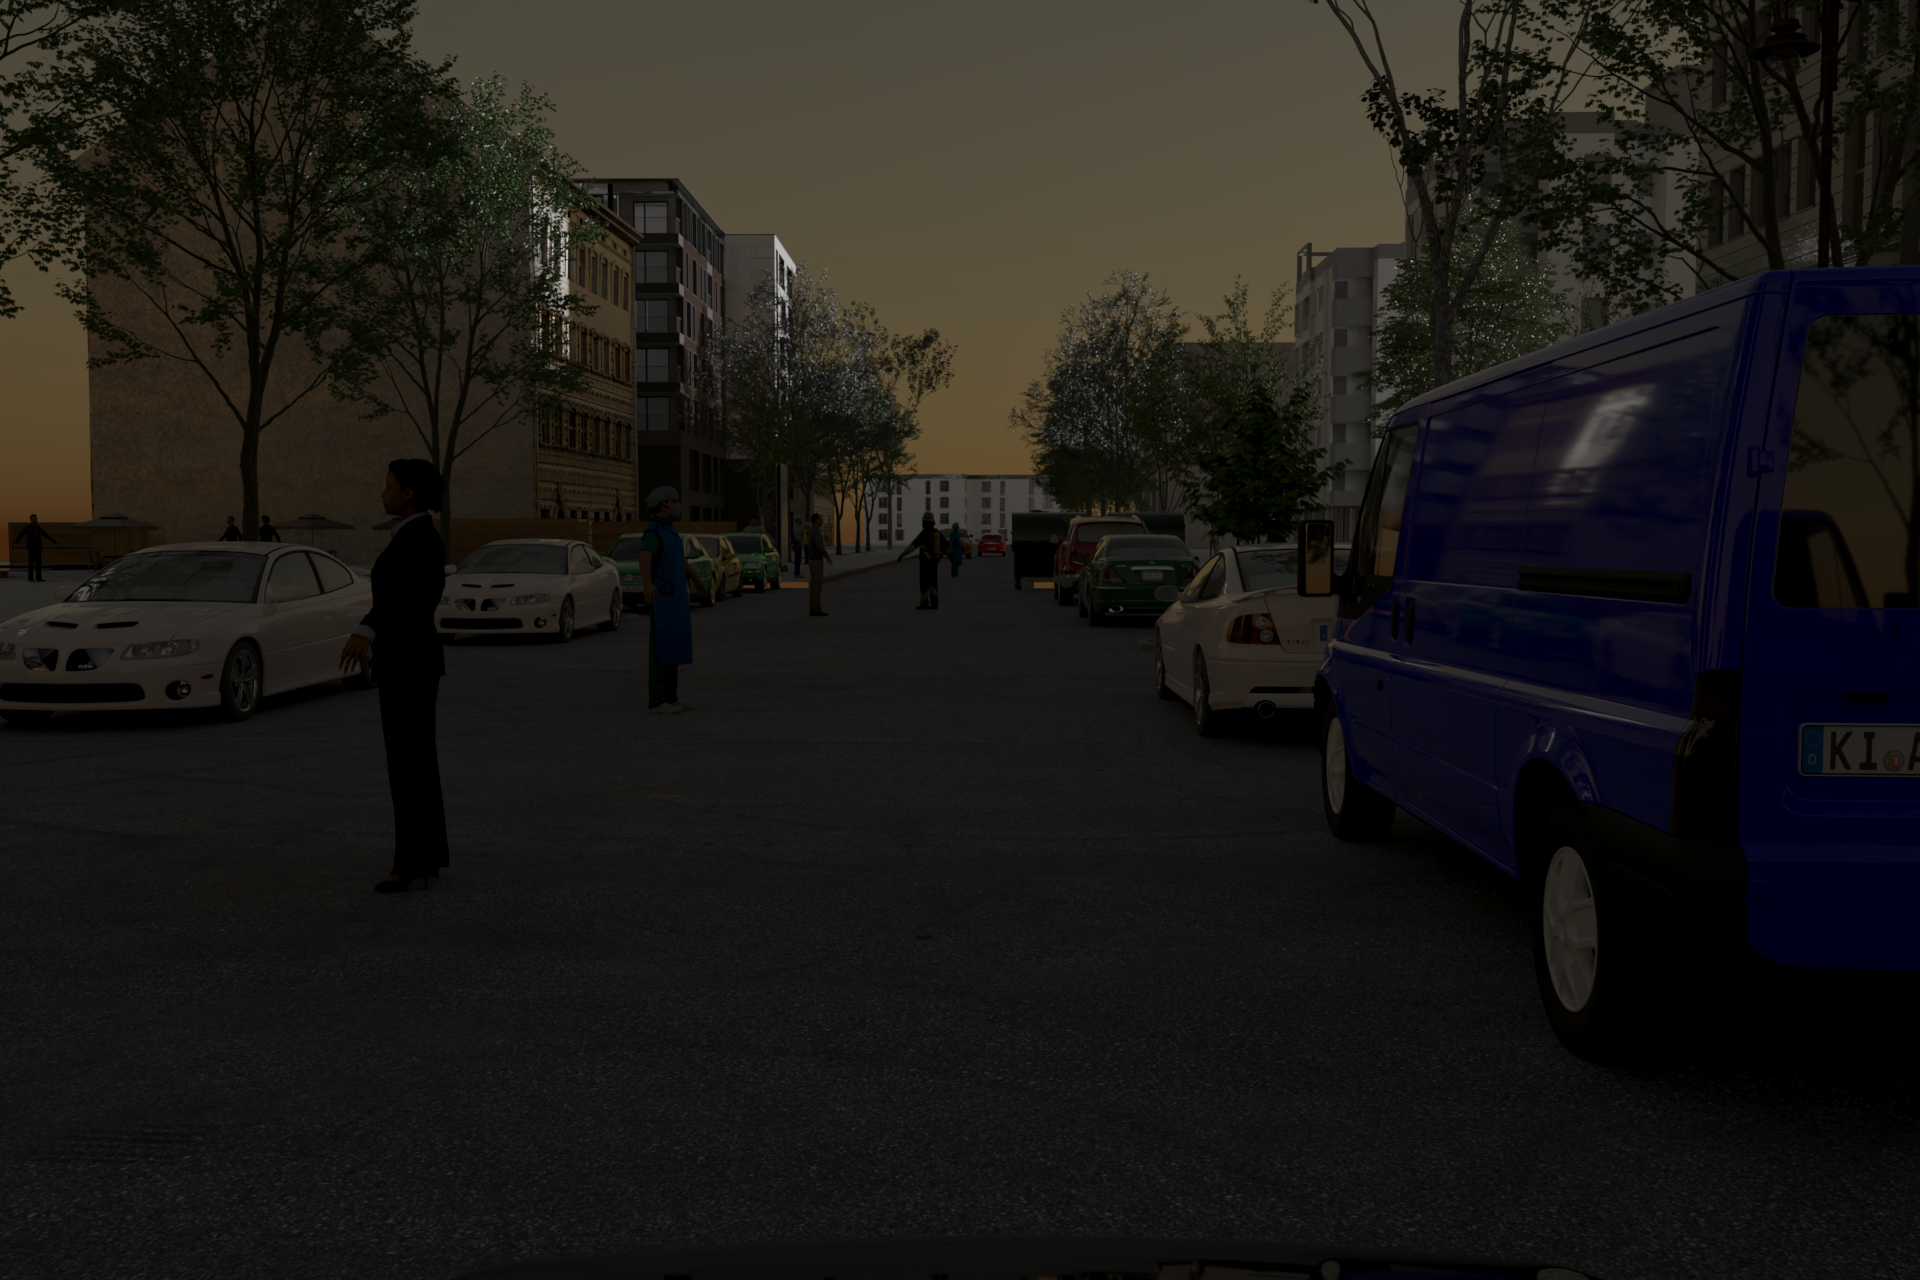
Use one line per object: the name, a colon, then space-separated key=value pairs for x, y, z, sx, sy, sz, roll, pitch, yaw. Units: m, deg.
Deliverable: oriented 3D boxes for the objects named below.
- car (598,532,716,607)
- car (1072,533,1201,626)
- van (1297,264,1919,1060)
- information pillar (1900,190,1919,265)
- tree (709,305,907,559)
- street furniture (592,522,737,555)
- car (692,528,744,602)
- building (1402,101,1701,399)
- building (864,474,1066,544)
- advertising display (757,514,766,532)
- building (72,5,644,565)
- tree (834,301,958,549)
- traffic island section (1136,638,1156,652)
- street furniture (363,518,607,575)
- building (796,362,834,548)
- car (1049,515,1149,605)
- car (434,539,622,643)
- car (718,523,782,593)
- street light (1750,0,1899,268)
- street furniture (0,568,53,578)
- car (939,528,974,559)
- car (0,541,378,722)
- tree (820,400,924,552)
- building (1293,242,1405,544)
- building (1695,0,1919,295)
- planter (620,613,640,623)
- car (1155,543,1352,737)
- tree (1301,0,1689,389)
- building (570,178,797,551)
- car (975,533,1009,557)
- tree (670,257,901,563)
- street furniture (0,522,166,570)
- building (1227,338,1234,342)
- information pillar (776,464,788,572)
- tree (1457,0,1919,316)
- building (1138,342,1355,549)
car: x=-5.769 y=-1.463 z=32.709 sx=1.959 sy=1.807 sz=4.718 roll=0 pitch=4 yaw=2
car: x=2.931 y=-1.014 z=28.379 sx=2.131 sy=1.459 sz=4.920 roll=0 pitch=4 yaw=1
van: x=2.635 y=-0.120 z=6.351 sx=2.240 sy=2.365 sz=5.245 roll=0 pitch=4 yaw=1
information pillar: x=5.939 y=-1.183 z=10.703 sx=0.183 sy=3.616 sz=0.504 roll=0 pitch=4 yaw=1
tree: x=-7.957 y=-10.984 z=89.956 sx=12.009 sy=13.543 sz=11.850 roll=0 pitch=3 yaw=0
street furniture: x=-12.163 y=-3.413 z=62.663 sx=9.812 sy=1.723 sz=11.010 roll=-1 pitch=4 yaw=-9
car: x=-5.838 y=-1.700 z=38.026 sx=2.015 sy=1.641 sz=3.980 roll=0 pitch=4 yaw=2
building: x=26.413 y=-13.810 z=82.211 sx=16.016 sy=20.090 sz=11.380 roll=0 pitch=4 yaw=1
building: x=1.076 y=-18.182 z=241.871 sx=28.070 sy=9.664 sz=9.099 roll=0 pitch=4 yaw=7
advertising display: x=-6.279 y=-3.030 z=54.753 sx=0.123 sy=1.923 sz=0.974 roll=0 pitch=4 yaw=3
building: x=-26.133 y=-15.198 z=79.421 sx=19.493 sy=23.208 sz=18.063 roll=0 pitch=4 yaw=2
tree: x=-7.299 y=-17.591 z=143.496 sx=12.611 sy=20.169 sz=13.585 roll=0 pitch=3 yaw=0
traffic island section: x=3.231 y=0.072 z=21.684 sx=1.991 sy=0.108 sz=1.994 roll=0 pitch=4 yaw=1
street furniture: x=-12.410 y=-2.664 z=50.414 sx=11.010 sy=1.723 sz=9.812 roll=-1 pitch=4 yaw=-8
building: x=-22.927 y=-20.981 z=173.964 sx=19.493 sy=23.208 sz=18.063 roll=0 pitch=4 yaw=2
car: x=3.019 y=-1.688 z=36.268 sx=2.281 sy=1.827 sz=5.304 roll=0 pitch=4 yaw=1
car: x=-6.041 y=-0.732 z=24.335 sx=2.083 sy=1.381 sz=4.827 roll=0 pitch=4 yaw=2
car: x=-5.594 y=-2.136 z=43.713 sx=1.959 sy=1.807 sz=4.718 roll=0 pitch=4 yaw=1
street light: x=6.018 y=-2.404 z=12.088 sx=0.468 sy=5.910 sz=1.993 roll=0 pitch=4 yaw=2
street furniture: x=-32.750 y=-2.554 z=48.618 sx=9.812 sy=1.723 sz=11.010 roll=1 pitch=4 yaw=16
car: x=-0.339 y=-5.649 z=101.041 sx=2.281 sy=1.827 sz=5.304 roll=0 pitch=4 yaw=2
car: x=-6.352 y=-0.144 z=14.720 sx=2.083 sy=1.381 sz=4.827 roll=0 pitch=4 yaw=1
tree: x=-6.661 y=-12.327 z=127.298 sx=9.928 sy=11.665 sz=9.643 roll=0 pitch=3 yaw=0
building: x=27.116 y=-15.716 z=113.382 sx=16.016 sy=20.090 sz=11.380 roll=0 pitch=4 yaw=1
building: x=26.349 y=-15.765 z=35.244 sx=11.434 sy=29.767 sz=29.804 roll=0 pitch=4 yaw=2
planter: x=-6.358 y=-0.453 z=28.541 sx=1.991 sy=0.319 sz=1.994 roll=0 pitch=4 yaw=2
car: x=2.624 y=-0.075 z=13.596 sx=2.083 sy=1.381 sz=4.827 roll=0 pitch=4 yaw=1
tree: x=10.886 y=-10.852 z=33.322 sx=12.611 sy=20.169 sz=13.585 roll=0 pitch=3 yaw=0
building: x=-26.510 y=-16.648 z=116.164 sx=27.936 sy=21.610 sz=32.646 roll=0 pitch=4 yaw=0
car: x=2.041 y=-6.235 z=110.989 sx=2.155 sy=1.783 sz=4.494 roll=0 pitch=4 yaw=1
tree: x=-7.700 y=-10.213 z=77.352 sx=12.009 sy=13.543 sz=11.850 roll=0 pitch=3 yaw=0
street furniture: x=-31.252 y=-3.575 z=65.300 sx=9.812 sy=1.723 sz=11.010 roll=-1 pitch=4 yaw=-18
building: x=30.704 y=-22.778 z=203.350 sx=19.493 sy=23.208 sz=18.063 roll=0 pitch=4 yaw=1
information pillar: x=-6.012 y=-4.108 z=58.488 sx=0.184 sy=3.620 sz=1.656 roll=0 pitch=4 yaw=2
tree: x=9.257 y=-5.677 z=18.568 sx=9.928 sy=11.665 sz=9.643 roll=0 pitch=3 yaw=0
building: x=26.910 y=-18.460 z=168.277 sx=16.747 sy=18.905 sz=31.486 roll=0 pitch=4 yaw=1
